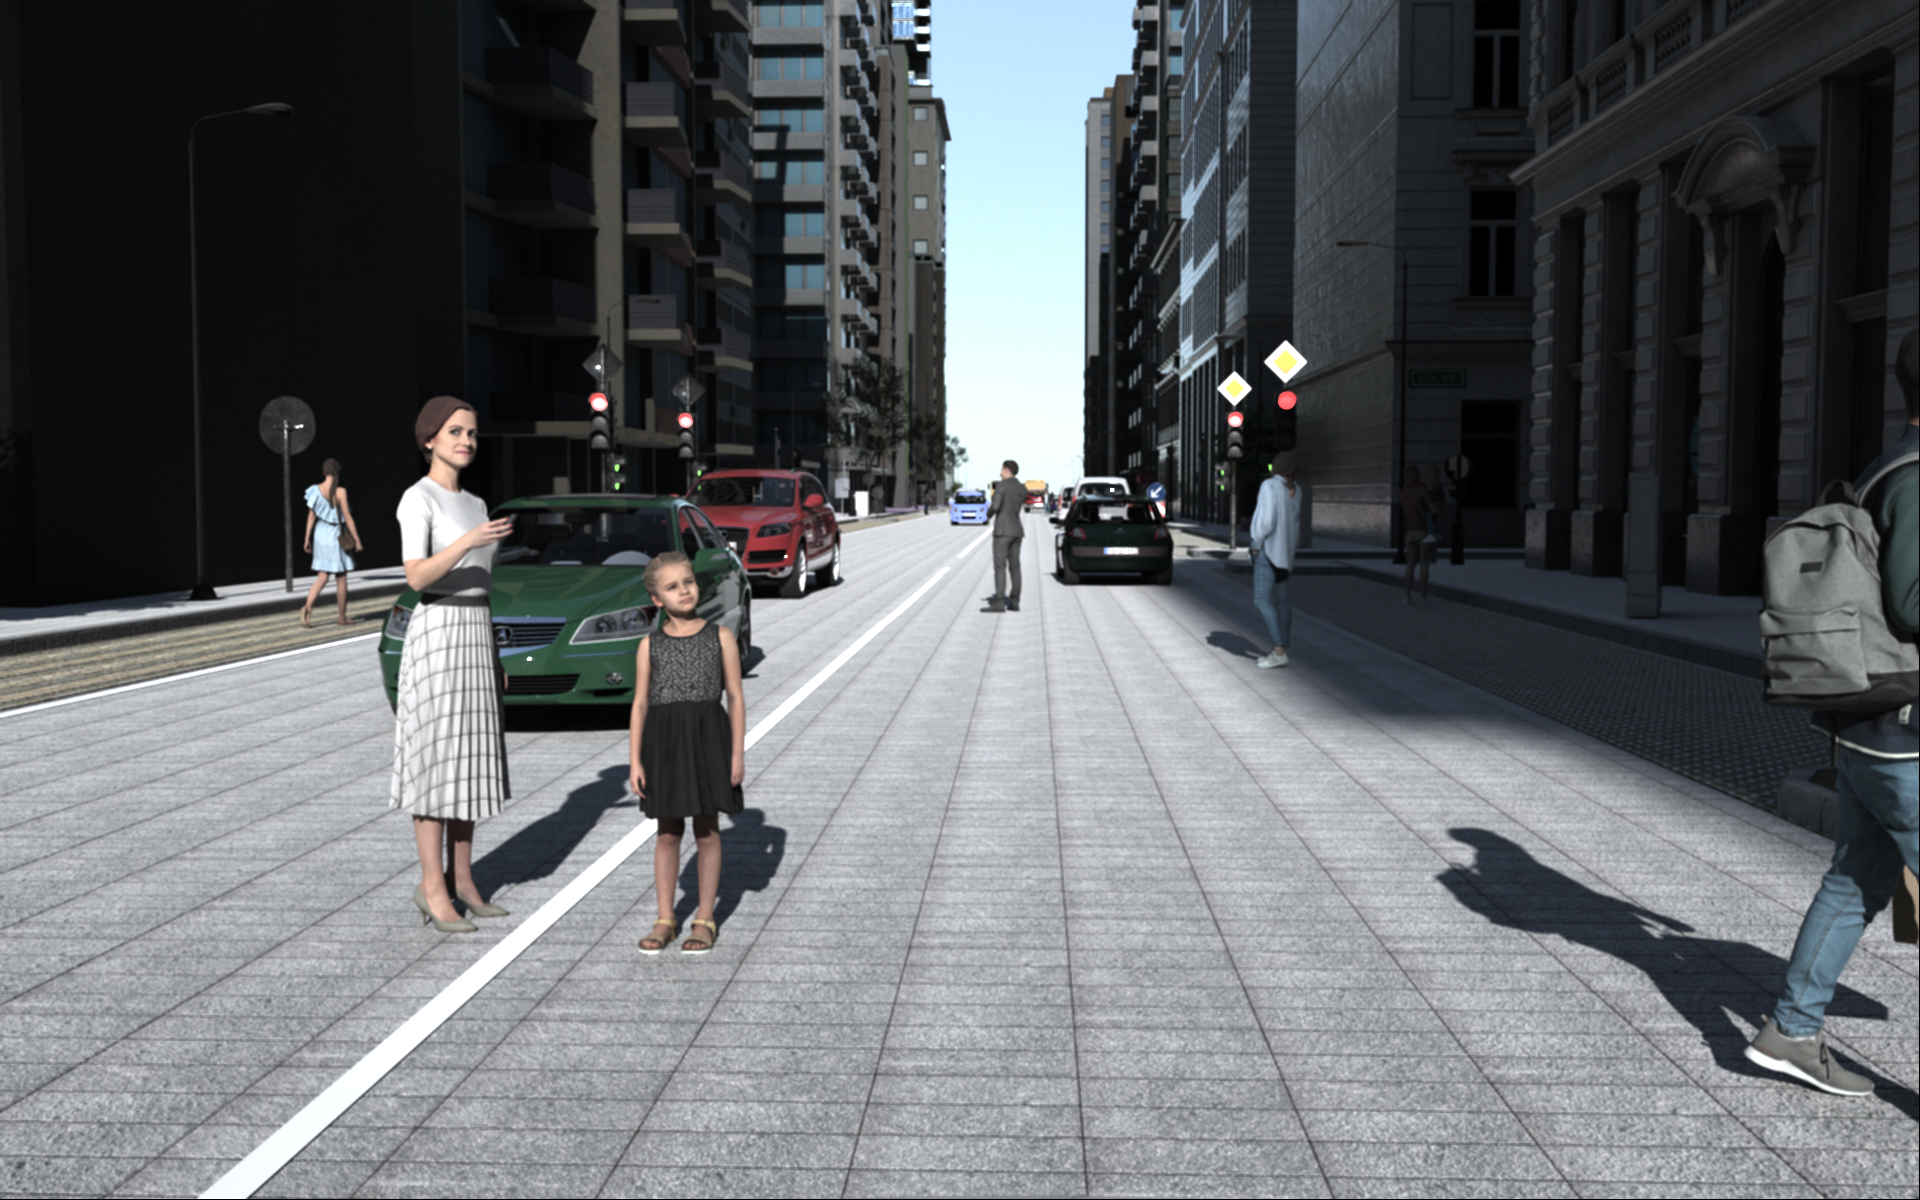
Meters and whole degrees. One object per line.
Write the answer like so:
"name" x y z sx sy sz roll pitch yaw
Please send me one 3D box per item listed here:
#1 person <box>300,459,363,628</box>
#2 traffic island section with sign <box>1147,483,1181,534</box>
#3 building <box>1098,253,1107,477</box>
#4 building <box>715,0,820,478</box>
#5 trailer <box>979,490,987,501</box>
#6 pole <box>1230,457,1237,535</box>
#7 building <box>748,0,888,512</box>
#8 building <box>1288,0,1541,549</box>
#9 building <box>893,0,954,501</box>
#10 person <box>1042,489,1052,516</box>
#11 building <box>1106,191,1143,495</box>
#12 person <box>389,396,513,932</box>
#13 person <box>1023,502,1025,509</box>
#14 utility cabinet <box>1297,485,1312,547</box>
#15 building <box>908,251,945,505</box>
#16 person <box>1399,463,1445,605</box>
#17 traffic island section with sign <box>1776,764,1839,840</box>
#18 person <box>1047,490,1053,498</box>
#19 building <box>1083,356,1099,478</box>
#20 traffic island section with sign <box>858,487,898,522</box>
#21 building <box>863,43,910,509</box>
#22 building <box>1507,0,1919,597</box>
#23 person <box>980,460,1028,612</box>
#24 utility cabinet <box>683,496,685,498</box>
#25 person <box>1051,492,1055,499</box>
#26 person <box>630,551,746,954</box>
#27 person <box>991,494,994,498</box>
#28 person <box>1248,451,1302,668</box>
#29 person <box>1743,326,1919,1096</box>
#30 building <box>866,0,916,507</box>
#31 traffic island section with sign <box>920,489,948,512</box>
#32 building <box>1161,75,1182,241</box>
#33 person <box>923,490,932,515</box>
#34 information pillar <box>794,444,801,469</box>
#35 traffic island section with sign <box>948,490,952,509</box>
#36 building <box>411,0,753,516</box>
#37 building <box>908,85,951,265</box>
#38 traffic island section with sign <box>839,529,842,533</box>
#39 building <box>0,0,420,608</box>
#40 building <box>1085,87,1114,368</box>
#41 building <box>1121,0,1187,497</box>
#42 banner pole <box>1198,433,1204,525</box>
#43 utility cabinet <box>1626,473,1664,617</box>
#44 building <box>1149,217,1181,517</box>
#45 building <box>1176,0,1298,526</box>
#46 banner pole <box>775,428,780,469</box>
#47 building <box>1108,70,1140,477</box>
"person" -6.737 -0.611 18.586 0.616 1.811 0.778 1 4 18
"traffic island section with sign" 6.928 -3.300 62.582 1.989 1.847 2.006 0 4 2
"building" 23.604 -26.676 207.849 14.160 30.474 14.107 0 4 2
"building" -24.030 -24.313 89.406 32.217 40.220 23.993 0 4 2
"trailer" 3.333 -15.847 266.148 1.471 1.999 3.904 0 4 3
"pole" 8.556 -3.686 54.113 0.158 3.312 0.155 0 3 0
"building" -18.061 -31.258 130.670 23.786 49.044 30.456 0 4 2
"building" 31.901 -16.547 46.962 44.131 29.872 17.030 0 4 2
"building" -11.784 -57.709 256.215 22.319 86.520 31.000 0 4 2
"person" 5.657 -6.381 113.175 0.623 1.781 0.721 0 4 -5
"building" 21.791 -24.190 167.211 14.160 30.474 14.107 0 4 2
"person" -1.614 0.205 5.725 0.524 1.755 0.480 1 4 16
"person" 6.302 -9.639 166.227 1.348 1.807 0.705 -1 4 -11
"utility cabinet" 8.070 -2.014 41.604 0.318 1.500 1.173 -1 4 -15
"building" -9.185 -26.634 207.159 14.160 30.474 14.107 0 4 2
"person" 5.967 -0.848 22.340 0.580 1.828 0.573 0 4 6
"traffic island section with sign" 4.619 0.087 7.212 1.989 1.847 2.006 0 4 2
"person" 7.967 -9.238 159.177 1.348 1.869 0.705 1 4 11
"building" 30.660 -23.547 230.030 27.650 21.520 28.899 0 4 2
"traffic island section with sign" -4.249 -4.990 90.208 1.989 1.847 2.006 0 4 2
"building" -11.998 -28.726 153.261 14.154 41.232 14.086 0 4 2
"building" 14.274 -11.699 20.159 11.050 23.489 19.941 0 4 2
"person" 0.513 -0.787 21.172 0.447 1.846 0.655 3 5 42
"utility cabinet" -7.660 -2.300 48.768 0.306 1.237 1.020 1 4 16
"person" 13.941 -15.518 262.245 1.348 1.821 0.705 -1 4 -15
"person" -0.857 0.472 5.454 0.362 1.253 0.373 0 4 4
"person" 4.633 -13.497 229.892 1.217 1.735 0.721 3 5 41
"person" 2.655 -0.351 14.497 0.793 1.790 0.793 1 4 9
"person" 2.208 0.276 3.975 0.713 1.824 0.794 2 4 34
"building" -14.874 -44.743 169.796 20.563 71.187 20.611 0 4 2
"traffic island section with sign" -2.203 -7.993 139.316 1.989 1.847 2.006 0 4 2
"building" 21.137 -21.469 122.720 14.160 30.474 14.107 0 4 2
"person" -2.277 -6.825 120.808 0.721 1.735 1.217 -2 4 -27
"information pillar" -7.368 -5.296 77.942 0.504 3.616 0.183 2 4 32
"traffic island section with sign" -1.058 -9.676 166.833 1.989 1.847 2.006 0 4 2
"building" -18.838 -24.467 54.656 22.147 44.769 28.867 0 4 2
"building" -15.997 -39.080 228.202 28.713 52.752 27.495 0 4 2
"traffic island section with sign" -5.372 -3.342 63.276 1.989 1.847 2.006 0 4 2
"building" -18.037 -11.963 25.271 15.834 23.373 12.332 0 4 2
"building" 29.082 -43.761 257.493 21.231 58.520 28.212 0 4 2
"building" 25.784 -32.086 144.219 23.786 49.044 30.456 0 4 2
"banner pole" 9.918 -4.973 71.330 0.401 3.779 0.863 -1 4 -9
"utility cabinet" 7.242 -0.586 18.267 0.318 1.500 1.173 2 4 24
"building" 17.271 -14.653 104.208 10.561 19.102 19.286 0 4 2
"building" 16.709 -18.422 78.700 11.434 29.767 29.804 0 4 2
"banner pole" -6.937 -4.648 66.016 0.401 3.779 0.863 1 4 8
"building" 22.882 -32.522 181.843 14.600 45.320 14.200 0 4 2
